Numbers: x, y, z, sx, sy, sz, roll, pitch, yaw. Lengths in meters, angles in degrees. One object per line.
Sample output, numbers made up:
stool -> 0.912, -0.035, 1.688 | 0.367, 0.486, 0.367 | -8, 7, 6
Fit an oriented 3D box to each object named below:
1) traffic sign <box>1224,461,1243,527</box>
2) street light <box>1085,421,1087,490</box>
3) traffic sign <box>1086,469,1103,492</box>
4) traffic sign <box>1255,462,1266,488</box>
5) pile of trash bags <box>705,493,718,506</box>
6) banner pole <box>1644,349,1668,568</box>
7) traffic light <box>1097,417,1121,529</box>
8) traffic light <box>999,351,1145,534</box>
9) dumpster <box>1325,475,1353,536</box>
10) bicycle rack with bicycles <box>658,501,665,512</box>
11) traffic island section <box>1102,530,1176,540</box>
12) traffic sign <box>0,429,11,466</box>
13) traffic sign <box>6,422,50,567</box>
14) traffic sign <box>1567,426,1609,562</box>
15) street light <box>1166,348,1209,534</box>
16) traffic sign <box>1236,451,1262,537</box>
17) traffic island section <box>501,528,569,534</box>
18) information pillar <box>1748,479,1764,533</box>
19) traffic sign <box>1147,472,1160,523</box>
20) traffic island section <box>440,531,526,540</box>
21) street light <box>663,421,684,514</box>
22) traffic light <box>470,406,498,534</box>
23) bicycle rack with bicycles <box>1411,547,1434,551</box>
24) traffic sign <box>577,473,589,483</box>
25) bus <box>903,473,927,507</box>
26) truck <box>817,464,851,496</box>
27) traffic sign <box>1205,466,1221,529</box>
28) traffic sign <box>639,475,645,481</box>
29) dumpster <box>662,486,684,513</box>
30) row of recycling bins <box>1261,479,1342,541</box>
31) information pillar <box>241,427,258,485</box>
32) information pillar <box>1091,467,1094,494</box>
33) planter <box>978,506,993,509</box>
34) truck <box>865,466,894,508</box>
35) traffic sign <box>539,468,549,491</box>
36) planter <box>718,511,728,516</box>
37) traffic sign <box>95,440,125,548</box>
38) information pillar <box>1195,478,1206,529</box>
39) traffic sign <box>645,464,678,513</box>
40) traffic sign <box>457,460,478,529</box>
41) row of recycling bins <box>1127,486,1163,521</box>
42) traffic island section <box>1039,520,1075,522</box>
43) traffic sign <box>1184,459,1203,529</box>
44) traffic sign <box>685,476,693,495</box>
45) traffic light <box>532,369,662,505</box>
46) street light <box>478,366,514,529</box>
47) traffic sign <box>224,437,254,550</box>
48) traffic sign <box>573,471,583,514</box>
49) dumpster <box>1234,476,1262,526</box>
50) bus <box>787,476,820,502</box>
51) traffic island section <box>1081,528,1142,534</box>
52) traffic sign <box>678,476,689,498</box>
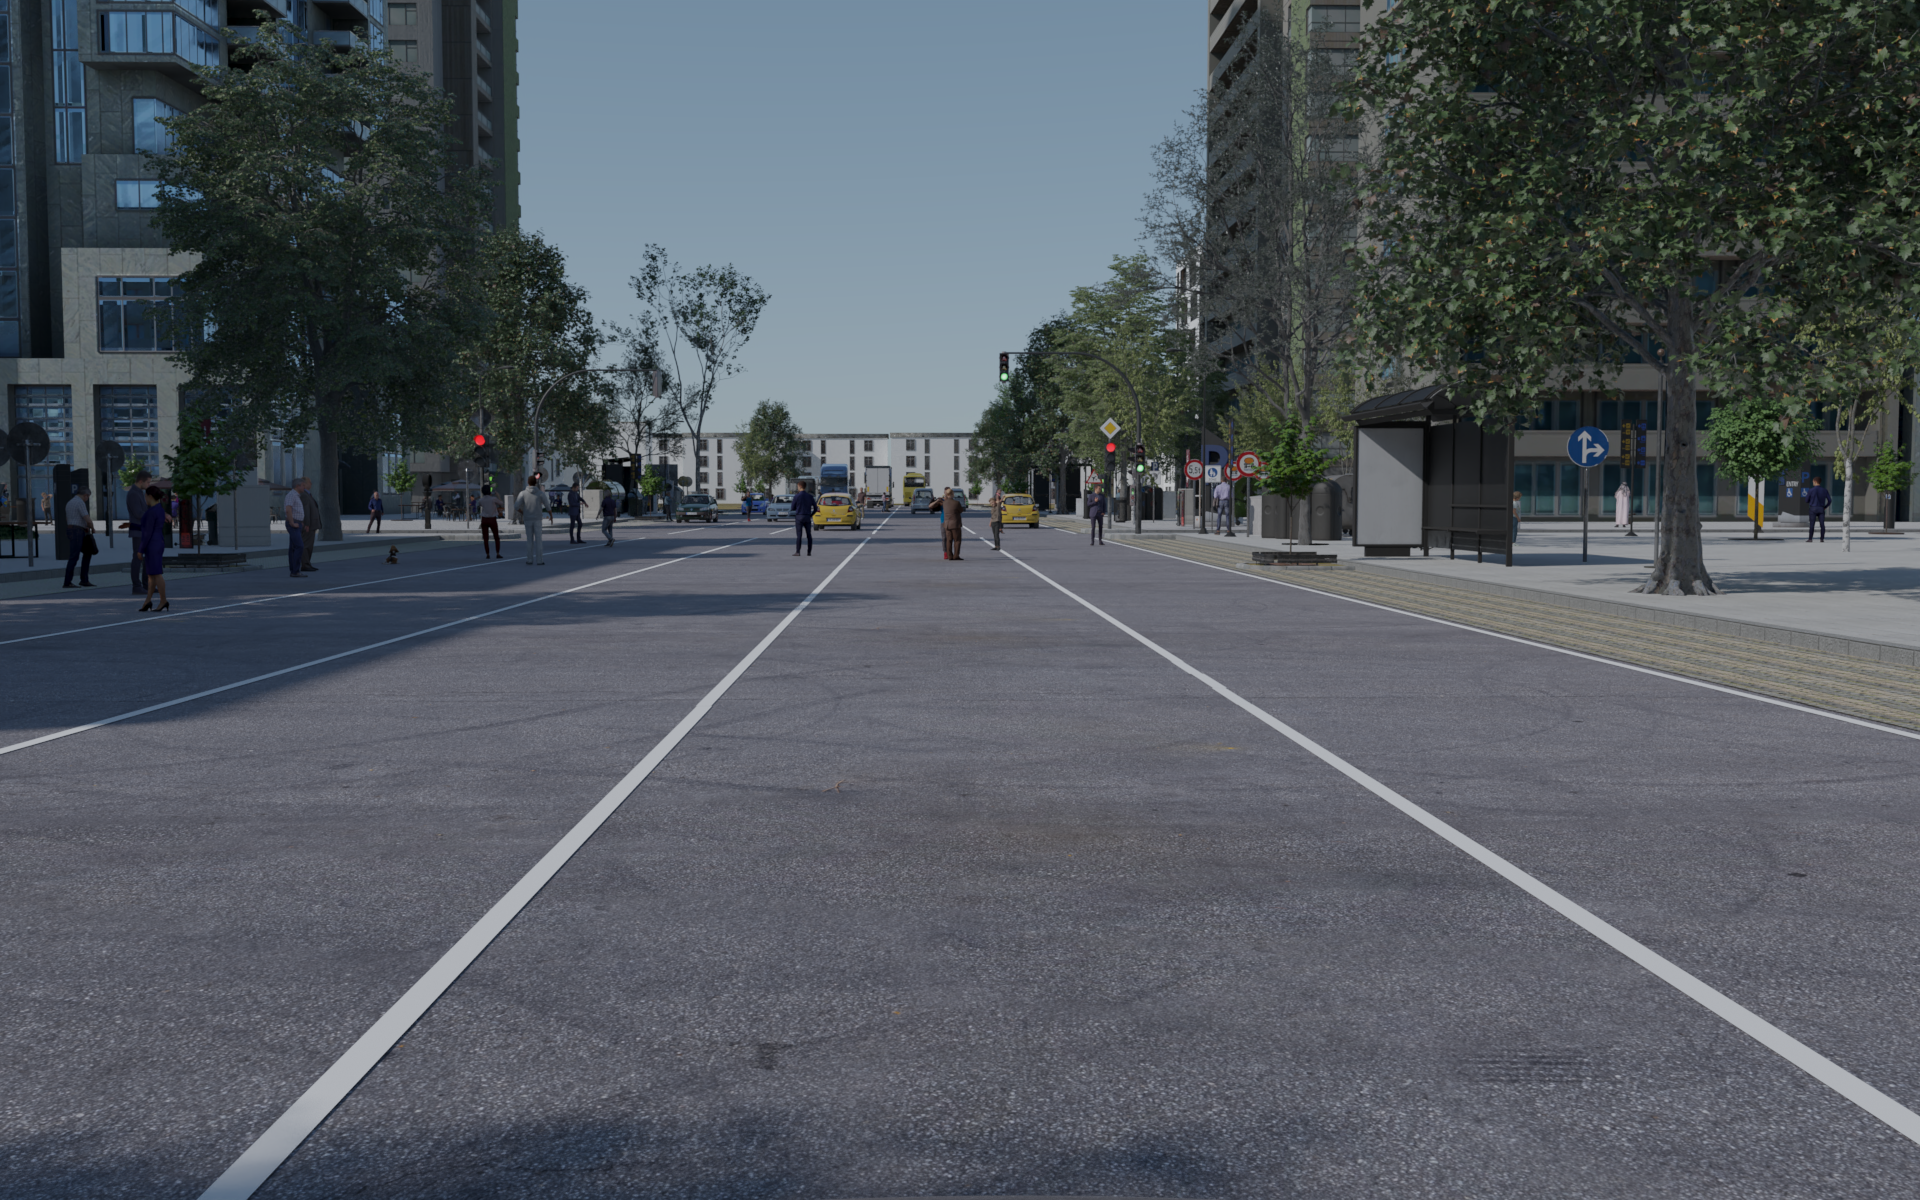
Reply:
traffic sign -> 10.601, -4.101, 67.161 | 0.768, 2.556, 0.104 | 0, 4, -1
street light -> 6.137, -7.304, 91.968 | 1.470, 5.913, 1.316 | 0, 4, -2
traffic sign -> 6.784, -5.358, 87.606 | 0.884, 2.594, 0.081 | 0, 4, 3
traffic sign -> 11.927, -4.165, 68.197 | 0.768, 2.556, 0.104 | 0, 4, 3
pile of trash bags -> -20.073, -7.783, 137.006 | 1.912, 1.369, 3.447 | -1, 4, -8
banner pole -> 12.267, -2.451, 30.088 | 0.863, 3.779, 0.401 | -3, 4, -37
traffic light -> 5.479, -4.564, 63.546 | 0.839, 4.253, 0.868 | 0, 4, -2
traffic light -> 3.613, -4.936, 55.365 | 4.771, 5.953, 1.251 | 0, 4, -2
dumpster -> 12.008, -3.029, 55.276 | 1.264, 1.857, 1.865 | 0, 4, -2
bicycle rack with bicycles -> -21.541, -6.734, 123.481 | 2.852, 0.926, 2.925 | 1, 4, 15
traffic island section -> 5.742, -2.043, 55.679 | 2.009, 0.180, 2.903 | 0, 4, -2
traffic sign -> -18.428, -2.014, 33.030 | 0.768, 2.556, 0.104 | 0, 4, 7
traffic sign -> -16.414, -1.861, 30.527 | 0.768, 2.556, 0.104 | 0, 4, 0
traffic sign -> 11.808, -1.991, 32.652 | 0.768, 2.556, 0.104 | 0, 4, 6
street light -> 7.263, -5.064, 55.335 | 1.470, 5.913, 1.316 | 0, 4, -2
traffic sign -> 8.546, -3.132, 51.317 | 0.768, 2.556, 0.104 | 0, 4, 0
traffic island section -> -15.394, -2.496, 63.087 | 2.009, 0.180, 2.903 | 0, 4, -2
information pillar -> 26.295, -4.023, 57.134 | 0.504, 3.616, 0.183 | 2, 4, 25
traffic sign -> 8.622, -4.585, 77.099 | 0.606, 2.300, 0.079 | 0, 4, -1
traffic island section -> -15.172, -2.008, 55.105 | 2.009, 0.180, 2.903 | 0, 4, -2
street light -> -18.101, -8.378, 109.519 | 1.470, 5.913, 1.316 | 0, 4, -2
traffic light -> -15.132, -4.040, 54.971 | 0.839, 4.253, 0.868 | 0, 4, -2
bicycle rack with bicycles -> 11.046, -1.653, 40.407 | 2.925, 0.926, 2.852 | 0, 4, -7
traffic sign -> -20.889, -5.897, 96.143 | 0.795, 2.593, 0.064 | 0, 4, 4
bus -> -5.283, -12.881, 202.145 | 2.896, 3.916, 12.252 | 0, 4, -1
truck -> -11.271, -10.368, 159.275 | 2.967, 4.110, 18.799 | 0, 4, -2
traffic sign -> 9.127, -3.701, 62.641 | 0.606, 2.300, 0.079 | 0, 4, 6
traffic sign -> -20.545, -6.871, 112.452 | 0.768, 2.556, 0.104 | 0, 4, 5
dumpster -> -19.276, -6.749, 116.109 | 1.264, 1.857, 1.865 | 0, 4, -2
row of recycling bins -> 9.630, -2.564, 49.037 | 1.069, 1.692, 3.534 | -1, 4, -20
information pillar -> -21.853, -3.790, 53.321 | 0.504, 3.616, 0.183 | -1, 4, -12
information pillar -> 10.239, -8.657, 132.895 | 0.504, 3.616, 0.183 | 0, 4, -4
planter -> 2.688, -8.836, 165.601 | 1.991, 0.319, 1.994 | 0, 4, -2
truck -> -8.203, -11.454, 176.190 | 2.839, 4.237, 11.283 | 0, 4, -1
traffic sign -> -19.676, -4.963, 81.243 | 0.768, 2.556, 0.104 | 0, 4, 0
planter -> -16.532, -5.790, 115.813 | 1.991, 0.319, 1.994 | 0, 4, -2
traffic sign -> -20.125, -2.502, 41.006 | 0.768, 2.556, 0.104 | 0, 4, 8
information pillar -> 8.929, -3.666, 64.438 | 0.304, 2.012, 0.304 | -3, 4, -36
traffic sign -> -20.284, -7.576, 117.742 | 2.265, 3.308, 0.079 | 0, 4, 5
traffic sign -> -18.196, -3.908, 63.997 | 0.768, 2.556, 0.104 | 0, 4, -1
row of recycling bins -> 8.940, -4.786, 85.370 | 1.069, 1.692, 3.534 | 2, 4, 33
traffic island section -> 4.816, -4.023, 88.640 | 1.991, 0.108, 1.994 | 0, 4, -2
traffic sign -> 8.567, -3.868, 63.341 | 0.768, 2.556, 0.104 | 0, 4, 0
traffic sign -> -19.668, -7.636, 124.954 | 0.768, 2.556, 0.104 | 0, 4, 0
traffic light -> -13.265, -5.405, 63.046 | 4.771, 5.953, 1.251 | 0, 4, -2
street light -> -16.841, -5.526, 62.893 | 1.470, 5.913, 1.316 | 0, 4, -2
traffic sign -> -16.594, -2.424, 39.639 | 0.884, 2.594, 0.081 | 0, 4, 0
traffic sign -> -21.380, -5.944, 97.295 | 0.768, 2.556, 0.104 | 0, 4, 1
dumpster -> 11.642, -4.183, 70.884 | 1.502, 2.255, 1.985 | 0, 4, -2
bus -> -15.358, -10.885, 172.835 | 2.948, 3.499, 13.247 | 0, 4, -2
traffic island section -> 5.520, -2.531, 63.661 | 2.009, 0.180, 2.903 | 0, 4, -2
traffic sign -> -19.378, -7.408, 121.225 | 0.768, 2.556, 0.104 | 0, 4, 1
